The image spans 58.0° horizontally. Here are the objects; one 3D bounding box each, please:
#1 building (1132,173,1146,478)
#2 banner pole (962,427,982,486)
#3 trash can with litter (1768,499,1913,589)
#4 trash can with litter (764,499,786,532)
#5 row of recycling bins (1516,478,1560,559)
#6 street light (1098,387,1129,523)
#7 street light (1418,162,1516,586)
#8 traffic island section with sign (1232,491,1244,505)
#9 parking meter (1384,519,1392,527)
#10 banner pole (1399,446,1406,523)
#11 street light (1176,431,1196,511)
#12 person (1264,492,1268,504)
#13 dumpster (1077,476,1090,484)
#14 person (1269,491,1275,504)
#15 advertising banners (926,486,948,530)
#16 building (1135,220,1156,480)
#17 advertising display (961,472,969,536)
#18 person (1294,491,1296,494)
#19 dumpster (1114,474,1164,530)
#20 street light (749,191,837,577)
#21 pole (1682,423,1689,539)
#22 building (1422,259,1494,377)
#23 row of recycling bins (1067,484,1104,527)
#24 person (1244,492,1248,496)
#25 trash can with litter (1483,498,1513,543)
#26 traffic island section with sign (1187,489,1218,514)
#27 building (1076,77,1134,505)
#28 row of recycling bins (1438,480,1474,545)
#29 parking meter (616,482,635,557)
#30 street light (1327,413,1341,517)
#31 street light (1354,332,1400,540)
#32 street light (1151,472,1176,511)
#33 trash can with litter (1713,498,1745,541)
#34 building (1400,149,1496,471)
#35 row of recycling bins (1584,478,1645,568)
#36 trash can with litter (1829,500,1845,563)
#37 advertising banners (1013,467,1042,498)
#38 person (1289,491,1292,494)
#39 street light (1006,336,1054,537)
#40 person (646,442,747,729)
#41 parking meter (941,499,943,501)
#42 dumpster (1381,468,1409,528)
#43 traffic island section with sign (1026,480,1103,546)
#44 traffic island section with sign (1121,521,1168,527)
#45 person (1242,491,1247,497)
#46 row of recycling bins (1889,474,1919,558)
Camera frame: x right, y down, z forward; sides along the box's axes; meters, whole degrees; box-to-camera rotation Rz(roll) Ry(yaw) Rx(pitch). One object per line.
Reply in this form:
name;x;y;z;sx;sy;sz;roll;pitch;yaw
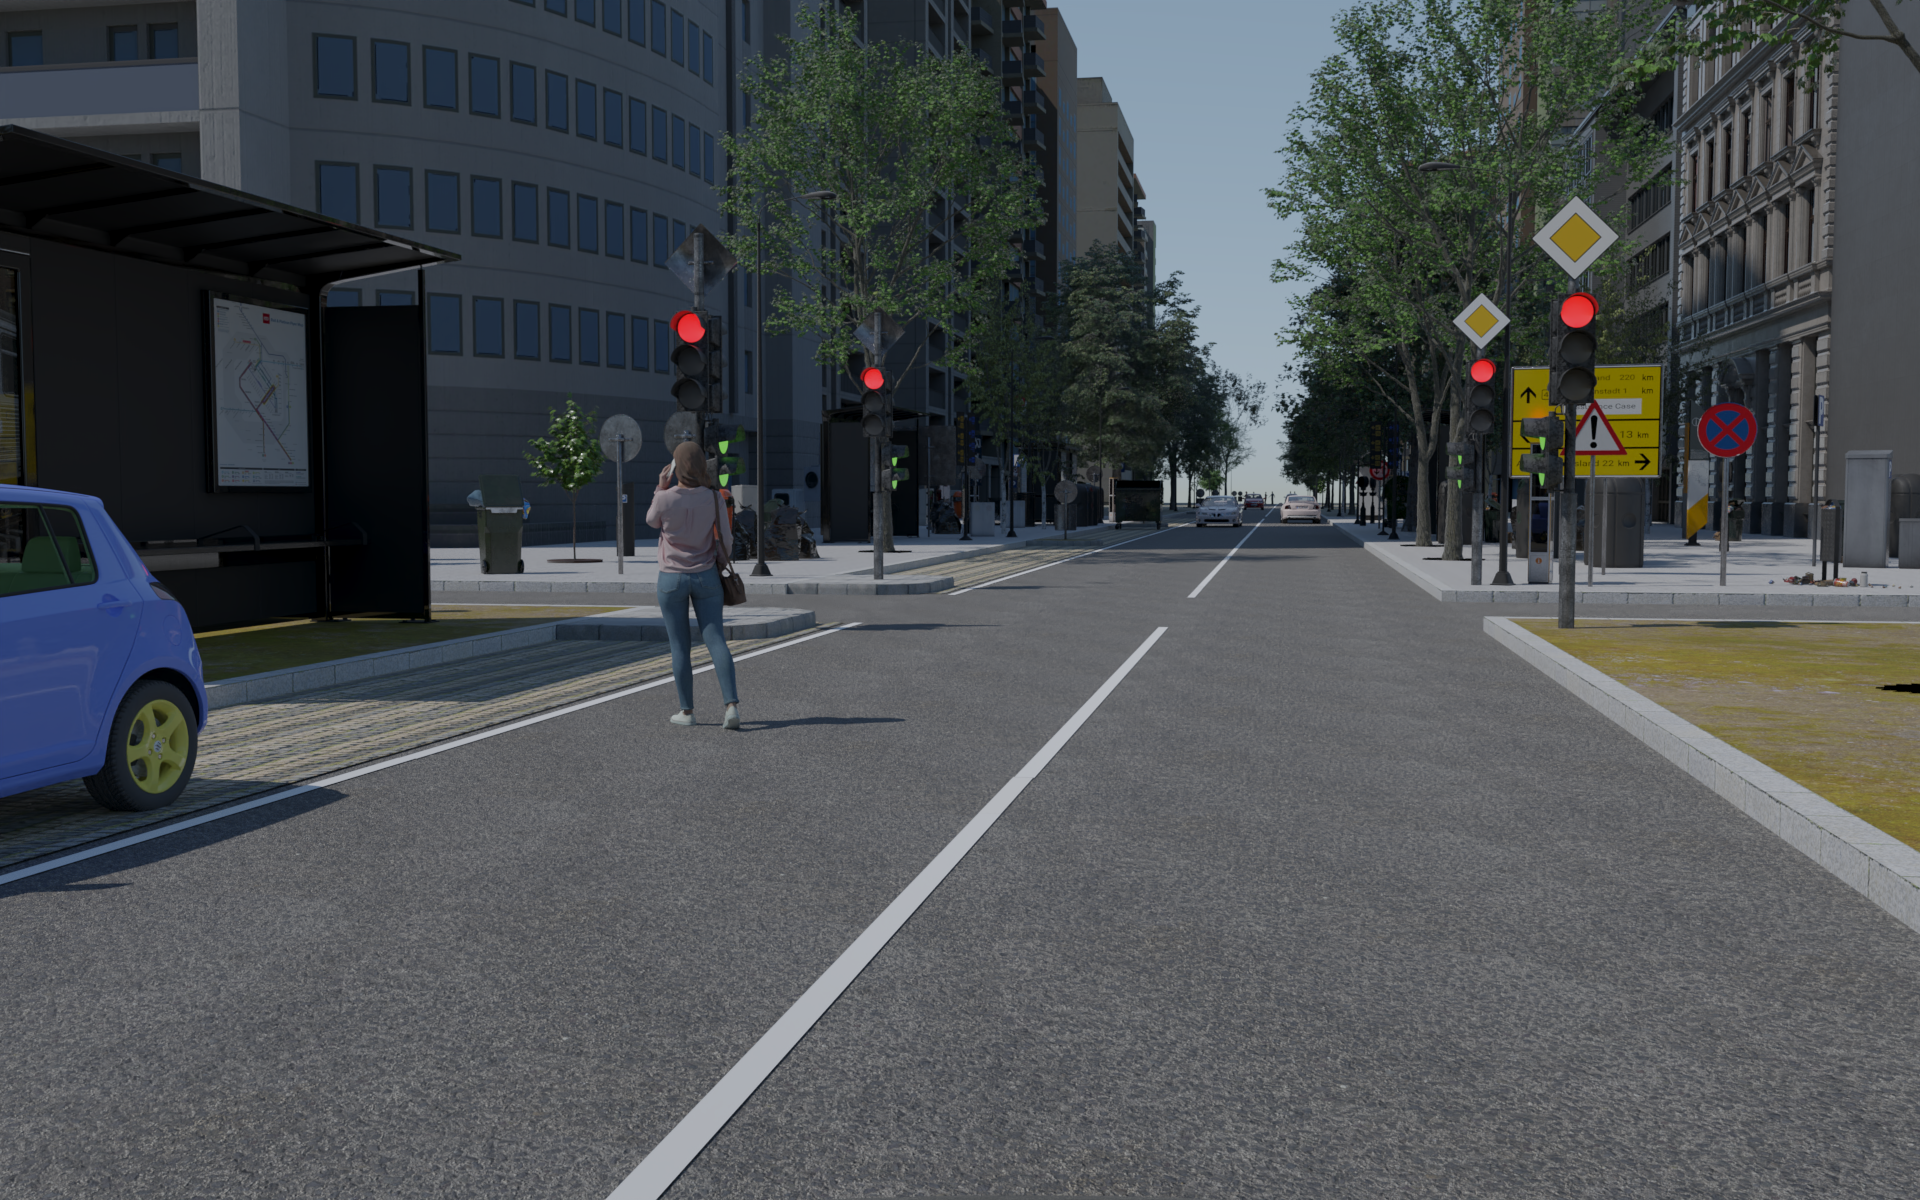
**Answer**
building;13.214;-35.339;232.424;22.147;44.769;28.867;1;4;11
banner pole;0.434;-4.558;64.533;0.863;3.779;0.401;1;4;16
trash can with litter;12.369;-0.830;24.621;1.678;1.210;2.233;1;4;10
trash can with litter;-4.585;-1.846;41.561;0.624;1.170;1.055;2;4;28
row of recycling bins;12.073;-1.760;35.893;1.069;1.692;3.534;1;4;19
street light;6.664;-6.294;75.447;1.470;5.913;1.316;1;4;11
street light;7.114;-3.167;24.319;1.470;5.913;1.316;1;4;11
traffic island section with sign;37.611;-13.660;231.961;1.989;1.847;2.006;1;4;11
parking meter;16.610;-3.753;67.080;0.255;1.863;0.399;3;5;43
banner pole;19.464;-5.287;76.463;0.401;3.779;0.863;-2;4;-29
street light;16.473;-9.481;127.560;1.470;5.913;1.316;1;4;11
person;43.942;-14.623;248.120;0.750;1.759;0.617;3;5;45
dumpster;6.564;-5.635;94.619;1.502;2.255;1.985;1;4;11
person;43.370;-14.192;240.620;0.705;1.814;1.350;-2;4;-29
advertising banners;-0.786;-4.046;62.342;0.090;3.025;2.074;1;4;21
building;20.973;-34.819;252.887;14.154;41.232;14.086;1;4;11
advertising display;0.145;-2.741;50.030;0.123;1.923;0.974;0;4;-6
person;46.078;-14.060;238.519;1.348;1.807;0.705;0;4;-4
dumpster;7.204;-3.960;69.694;1.985;2.255;1.502;1;4;11
street light;-2.578;-3.319;26.802;1.470;5.913;1.316;1;4;11
pole;20.827;-3.409;49.582;0.158;3.312;0.155;0;3;0
building;60.601;-26.287;201.491;14.160;30.474;14.107;1;4;11
row of recycling bins;4.842;-3.803;69.285;1.069;1.692;3.534;1;4;13
person;39.669;-14.058;239.163;1.217;1.723;0.721;-2;4;-24
trash can with litter;14.243;-2.081;45.411;0.624;1.170;1.055;-3;5;-44
traffic island section with sign;17.312;-7.078;124.351;1.989;1.847;2.006;1;4;11
building;9.083;-35.672;206.934;21.300;48.544;21.600;1;4;11
row of recycling bins;12.990;-2.333;45.262;1.069;1.692;3.534;1;4;13
parking meter;-6.890;-1.667;35.659;0.372;1.533;0.369;0;3;0
street light;16.372;-6.178;73.557;1.470;5.913;1.316;1;4;11
street light;11.714;-4.665;48.818;1.470;5.913;1.316;1;4;11
street light;11.920;-7.979;102.998;1.470;5.913;1.316;1;4;11
trash can with litter;20.834;-2.182;47.062;0.624;1.170;1.055;0;4;-7
building;67.278;-34.697;221.913;22.147;44.769;28.867;1;4;11
row of recycling bins;11.900;-1.494;31.538;1.069;1.692;3.534;1;4;20
trash can with litter;16.574;-1.274;32.216;0.624;1.170;1.055;0;4;6
advertising banners;3.810;-6.257;98.483;2.074;3.025;0.090;-2;4;-25
person;44.188;-13.643;231.641;1.350;1.814;0.705;0;4;6
street light;2.065;-4.805;51.102;1.470;5.913;1.316;1;4;11
person;-1.587;-0.093;10.616;0.593;1.750;0.643;-1;4;-20
parking meter;-1.108;-5.691;98.751;0.255;1.863;0.399;-1;4;-18
dumpster;16.692;-3.859;65.595;1.502;2.255;1.985;1;4;10
traffic island section with sign;2.952;-2.420;48.197;1.989;1.847;2.006;1;4;11
traffic island section with sign;8.005;-4.061;75.017;1.989;1.847;2.006;1;4;11
person;34.120;-12.125;207.270;0.750;1.759;0.617;0;4;4
row of recycling bins;19.628;-1.777;36.170;1.069;1.692;3.534;1;4;23
